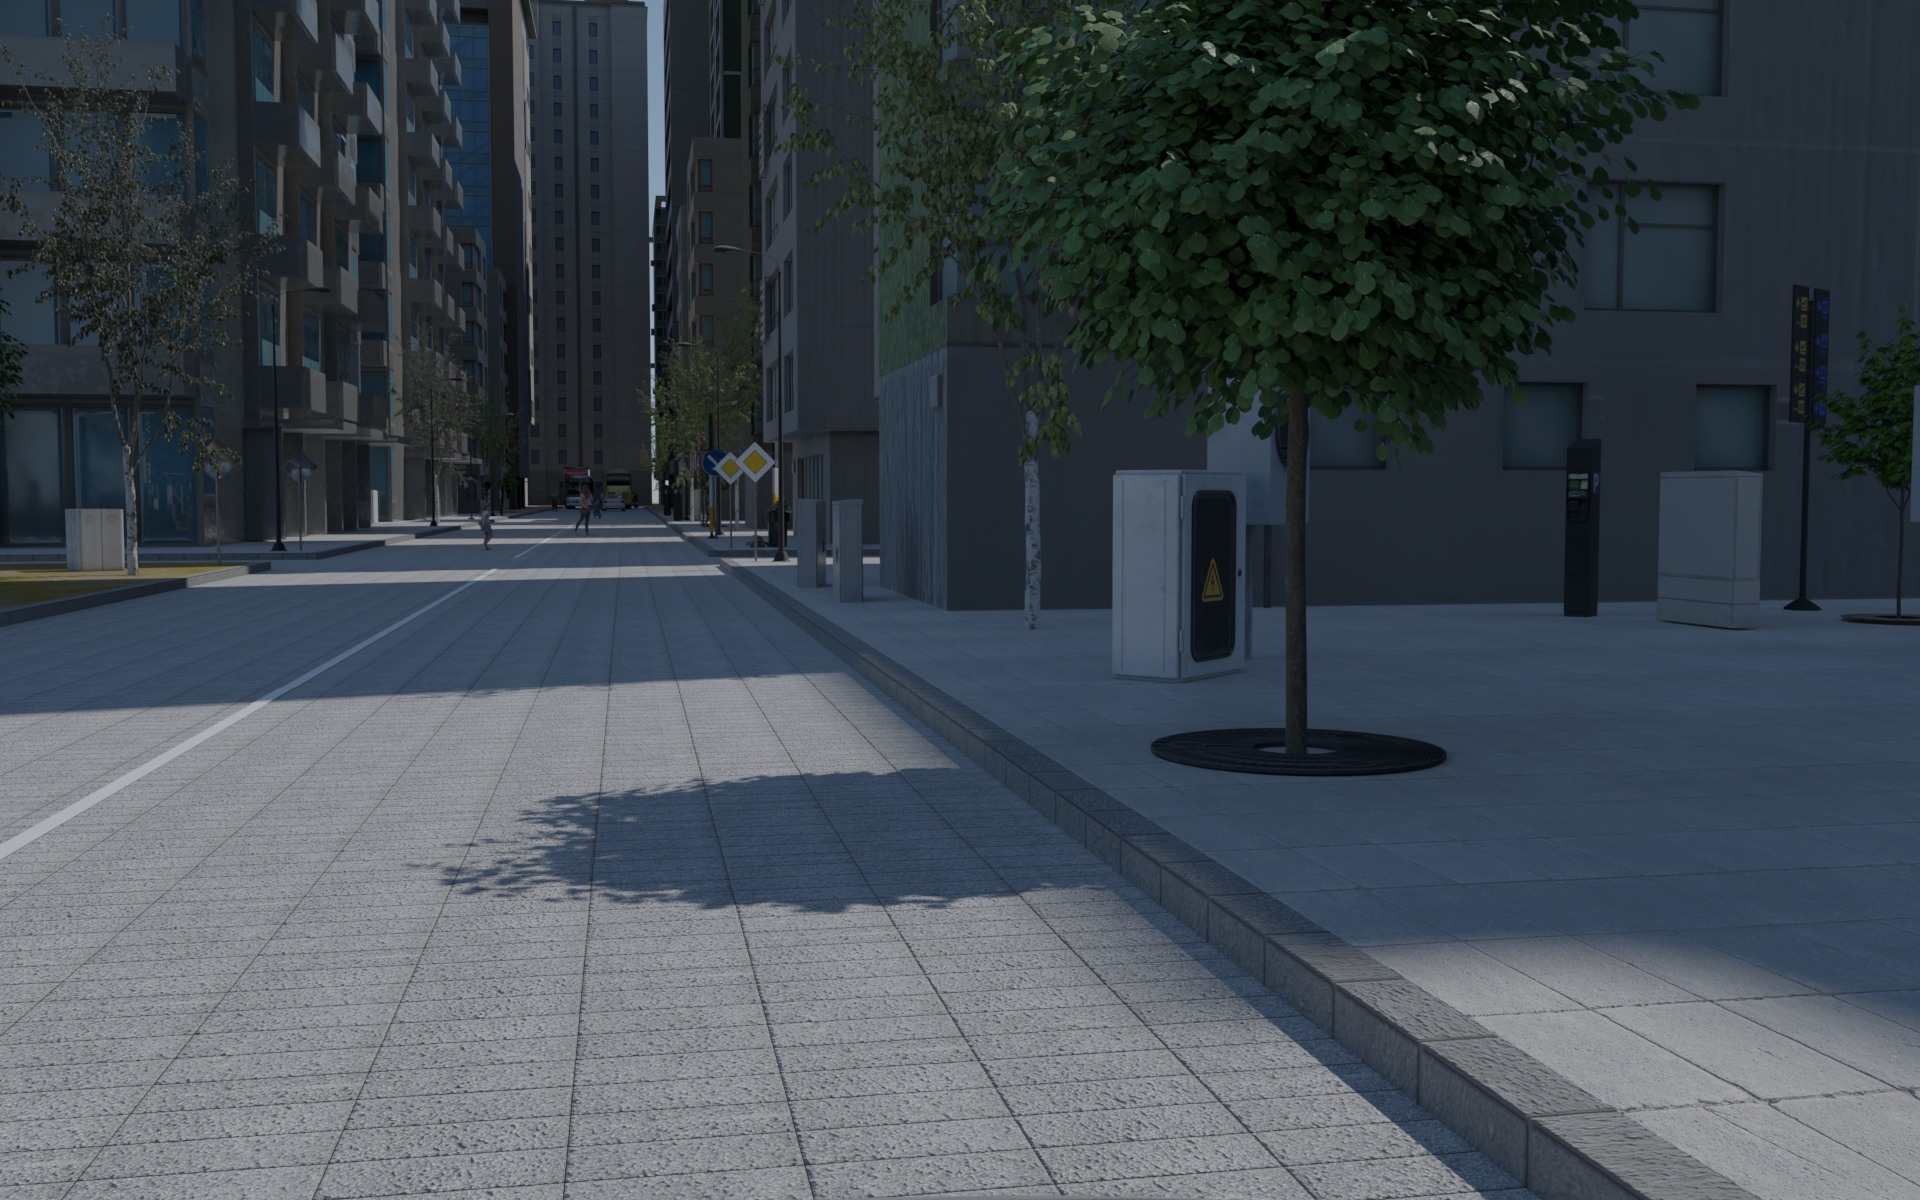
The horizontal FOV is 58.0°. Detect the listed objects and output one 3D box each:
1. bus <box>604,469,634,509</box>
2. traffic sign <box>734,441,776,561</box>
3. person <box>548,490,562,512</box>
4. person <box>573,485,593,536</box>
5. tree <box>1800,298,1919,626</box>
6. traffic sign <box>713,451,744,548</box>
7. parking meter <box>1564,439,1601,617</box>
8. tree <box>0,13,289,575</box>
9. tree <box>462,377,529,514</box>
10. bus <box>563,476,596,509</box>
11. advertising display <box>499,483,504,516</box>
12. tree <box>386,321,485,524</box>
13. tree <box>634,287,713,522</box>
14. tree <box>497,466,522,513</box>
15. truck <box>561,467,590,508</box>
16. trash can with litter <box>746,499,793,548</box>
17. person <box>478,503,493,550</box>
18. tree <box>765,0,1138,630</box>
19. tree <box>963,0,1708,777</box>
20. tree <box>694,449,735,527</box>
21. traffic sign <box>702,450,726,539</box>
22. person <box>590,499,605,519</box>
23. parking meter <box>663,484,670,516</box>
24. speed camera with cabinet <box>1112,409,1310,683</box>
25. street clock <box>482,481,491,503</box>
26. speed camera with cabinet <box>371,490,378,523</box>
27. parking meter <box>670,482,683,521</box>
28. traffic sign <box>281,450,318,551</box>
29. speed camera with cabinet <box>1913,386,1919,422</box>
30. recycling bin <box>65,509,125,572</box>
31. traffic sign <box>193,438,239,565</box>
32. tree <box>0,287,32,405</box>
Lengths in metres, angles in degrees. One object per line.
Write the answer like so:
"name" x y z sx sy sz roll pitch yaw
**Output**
"bus" -32.961 -10.749 167.291 2.896 3.916 12.252 -1 4 -11
"traffic sign" -3.902 -1.796 33.013 0.795 2.450 0.064 -1 4 -11
"person" -32.760 -8.001 140.054 1.217 1.736 0.721 -2 4 -24
"person" -13.013 -3.100 59.782 0.643 1.750 0.593 1 4 12
"tree" 9.300 -1.391 17.348 1.663 3.219 1.824 0 3 0
"traffic sign" -5.411 -2.276 40.855 0.795 2.450 0.064 -1 4 -11
"parking meter" 6.519 -0.760 18.144 0.255 1.863 0.399 3 4 37
"tree" -12.959 -4.690 27.052 4.360 8.622 3.978 0 3 0
"tree" -29.755 -9.765 110.015 4.737 8.622 4.395 0 3 0
"bus" -36.680 -10.559 167.506 2.948 3.499 13.247 -1 4 -11
"advertising display" -27.094 -5.938 102.293 0.123 1.923 0.974 -1 4 -23
"tree" -22.285 -7.543 73.689 4.360 8.622 3.978 0 3 0
"tree" -7.950 -6.687 59.694 4.737 8.622 4.395 0 3 0
"tree" -31.579 -7.718 120.793 1.663 3.219 1.824 0 3 0
"truck" -40.054 -11.747 180.982 2.839 4.237 11.283 -1 4 -11
"trash can with litter" -4.572 -1.846 41.577 1.055 1.170 0.624 -2 4 -32
"person" -12.185 -1.883 44.305 0.382 1.210 0.505 -3 5 -44
"tree" 0.477 -4.018 16.057 4.737 8.622 4.395 0 3 0
"tree" 1.748 -1.511 8.423 4.285 4.588 4.351 0 3 0
"tree" -9.686 -4.457 67.478 1.663 3.219 1.824 0 3 0
"traffic sign" -7.005 -3.035 49.720 0.768 2.556 0.104 0 4 -1
"person" -21.059 -5.264 100.062 1.012 1.151 0.738 -1 4 -10
"parking meter" -17.255 -5.895 102.099 0.399 1.863 0.255 1 4 18
"speed camera with cabinet" 1.868 -1.116 12.578 0.660 3.252 2.038 3 4 36
"street clock" -25.330 -5.389 92.684 0.358 2.002 0.471 3 4 39
"speed camera with cabinet" -26.601 -4.984 75.816 2.038 3.252 0.660 0 4 2
"parking meter" -13.465 -4.706 82.652 0.399 1.863 0.255 2 4 29
"traffic sign" -14.886 -2.166 39.059 0.795 2.450 0.064 -1 4 -11
"speed camera with cabinet" 8.641 -1.178 13.598 2.038 3.252 0.660 2 4 29
"recycling bin" -14.489 -1.006 29.009 0.722 1.027 0.722 -3 5 -42
"traffic sign" -13.377 -1.687 31.218 0.795 2.450 0.064 -1 4 -11
"tree" -13.208 -2.288 21.129 4.285 4.588 4.351 0 3 0
